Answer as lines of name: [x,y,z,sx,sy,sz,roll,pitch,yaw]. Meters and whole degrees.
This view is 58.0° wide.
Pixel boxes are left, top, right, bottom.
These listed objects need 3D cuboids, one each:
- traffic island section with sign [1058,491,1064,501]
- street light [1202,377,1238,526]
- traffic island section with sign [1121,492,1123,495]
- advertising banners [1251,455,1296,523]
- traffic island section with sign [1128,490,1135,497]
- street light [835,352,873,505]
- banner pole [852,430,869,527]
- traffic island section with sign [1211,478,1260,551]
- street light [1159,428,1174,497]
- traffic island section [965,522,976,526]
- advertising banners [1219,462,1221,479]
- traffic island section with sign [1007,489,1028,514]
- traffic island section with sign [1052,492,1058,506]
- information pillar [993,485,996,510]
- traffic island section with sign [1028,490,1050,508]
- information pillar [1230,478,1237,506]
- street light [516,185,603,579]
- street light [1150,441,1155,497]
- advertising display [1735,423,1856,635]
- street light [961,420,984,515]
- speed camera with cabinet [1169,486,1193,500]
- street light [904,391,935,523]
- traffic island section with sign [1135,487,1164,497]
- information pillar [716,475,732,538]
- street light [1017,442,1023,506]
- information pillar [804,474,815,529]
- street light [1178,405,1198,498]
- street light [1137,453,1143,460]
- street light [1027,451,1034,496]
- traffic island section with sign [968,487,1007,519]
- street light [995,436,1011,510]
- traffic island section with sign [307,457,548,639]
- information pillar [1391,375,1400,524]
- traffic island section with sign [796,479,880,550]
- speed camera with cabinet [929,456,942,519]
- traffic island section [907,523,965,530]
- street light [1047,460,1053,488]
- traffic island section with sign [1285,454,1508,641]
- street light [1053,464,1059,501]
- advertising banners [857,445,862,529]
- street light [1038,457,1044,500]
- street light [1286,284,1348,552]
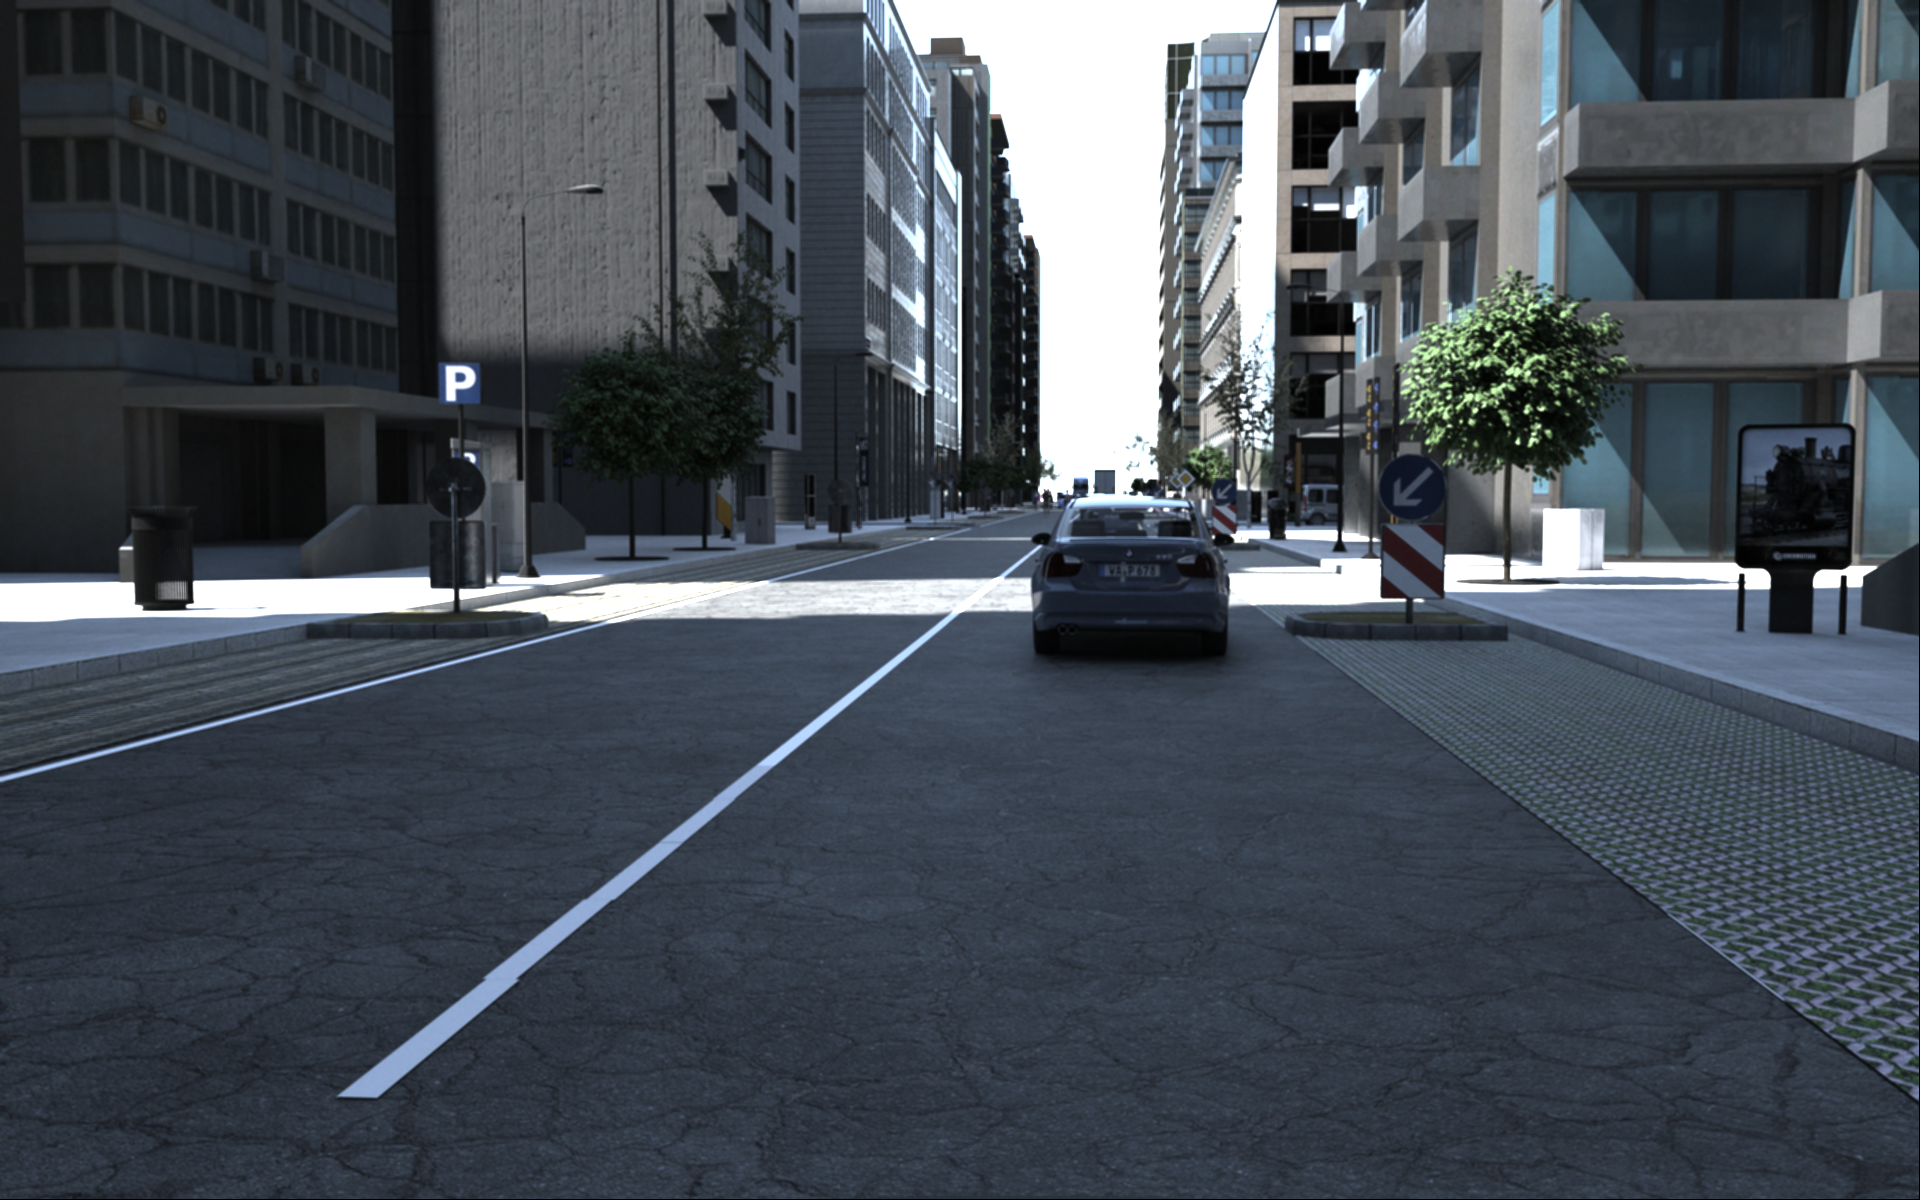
traffic island section with sign: [14.800,-15.323,259.151,1.989,1.847,2.006,0,4,5]
street light: [10.422,-5.900,69.006,1.470,5.913,1.316,0,4,5]
traffic island section with sign: [17.643,-10.241,176.072,1.989,1.847,2.006,0,4,5]
advertising banners: [13.864,-4.934,76.866,2.074,3.025,0.090,0,4,-4]
traffic island section with sign: [13.507,-7.216,126.610,1.989,1.847,2.006,0,4,5]
street light: [-3.535,-5.155,56.824,1.470,5.913,1.316,0,4,5]
banner pole: [-3.857,-4.743,67.558,0.863,3.779,0.401,3,5,40]
traffic island section with sign: [6.651,-2.204,44.656,1.989,1.847,2.006,0,4,5]
street light: [14.734,-9.089,121.148,1.470,5.913,1.316,0,4,5]
traffic island section: [-0.362,-3.411,78.050,2.009,0.180,2.903,0,4,5]
advertising banners: [14.035,-6.007,94.408,0.090,3.025,2.074,1,4,18]
traffic island section with sign: [3.772,-7.272,127.525,1.989,1.847,2.006,0,4,5]
traffic island section with sign: [10.205,-11.973,204.382,1.989,1.847,2.006,0,4,5]
information pillar: [2.758,-8.185,138.313,0.304,2.012,0.304,0,3,0]
traffic island section with sign: [7.895,-10.285,176.785,1.989,1.847,2.006,0,4,5]
information pillar: [12.770,-4.667,80.801,0.304,2.012,0.304,1,4,12]
street light: [-6.057,-3.285,26.243,1.470,5.913,1.316,0,4,5]
street light: [17.262,-10.948,151.545,1.470,5.913,1.316,0,4,5]
advertising display: [7.678,-0.657,15.958,0.974,1.923,0.123,2,4,24]
street light: [0.808,-8.304,108.315,1.470,5.913,1.316,0,4,5]
speed camera with cabinet: [19.047,-9.481,149.350,2.038,3.252,0.660,-2,4,-25]
street light: [-1.807,-6.446,77.926,1.470,5.913,1.316,0,4,5]
traffic island section with sign: [11.205,-5.538,99.167,1.989,1.847,2.006,0,4,5]
information pillar: [-6.819,-3.593,50.105,0.504,3.616,0.183,-3,4,-38]
street light: [4.758,-11.154,154.910,1.470,5.913,1.316,0,4,5]
information pillar: [-5.458,-3.579,63.002,0.304,2.012,0.304,-2,4,-30]
street light: [12.284,-7.230,90.745,1.470,5.913,1.316,0,4,5]
street light: [21.254,-13.775,197.754,1.470,5.913,1.316,0,4,5]
street light: [7.180,-13.014,185.316,1.470,5.913,1.316,0,4,5]
traffic island section with sign: [1.515,-5.619,100.491,1.989,1.847,2.006,0,4,5]
street light: [3.409,-10.188,139.108,1.470,5.913,1.316,0,4,5]
traffic island section with sign: [-5.393,-0.570,17.947,1.989,1.847,2.006,0,4,5]
information pillar: [8.527,-2.602,33.904,0.183,3.616,0.504,1,4,18]
traffic island section with sign: [-3.126,-2.226,45.022,1.989,1.847,2.006,0,4,5]
speed camera with cabinet: [-1.259,-5.819,89.476,0.660,3.252,2.038,0,4,0]
traffic island section: [-1.028,-2.924,70.092,2.009,0.180,2.903,0,4,5]
street light: [11.612,-16.244,238.134,1.470,5.913,1.316,0,4,5]
traffic island section with sign: [4.399,-0.561,17.795,1.989,1.847,2.006,0,4,5]
street light: [14.152,-18.110,268.642,1.470,5.913,1.316,0,4,5]
advertising banners: [-3.682,-4.099,63.205,0.090,3.025,2.074,0,4,1]
street light: [9.701,-14.873,215.713,1.470,5.913,1.316,0,4,5]
street light: [7.902,-4.027,38.385,1.470,5.913,1.316,0,4,5]
